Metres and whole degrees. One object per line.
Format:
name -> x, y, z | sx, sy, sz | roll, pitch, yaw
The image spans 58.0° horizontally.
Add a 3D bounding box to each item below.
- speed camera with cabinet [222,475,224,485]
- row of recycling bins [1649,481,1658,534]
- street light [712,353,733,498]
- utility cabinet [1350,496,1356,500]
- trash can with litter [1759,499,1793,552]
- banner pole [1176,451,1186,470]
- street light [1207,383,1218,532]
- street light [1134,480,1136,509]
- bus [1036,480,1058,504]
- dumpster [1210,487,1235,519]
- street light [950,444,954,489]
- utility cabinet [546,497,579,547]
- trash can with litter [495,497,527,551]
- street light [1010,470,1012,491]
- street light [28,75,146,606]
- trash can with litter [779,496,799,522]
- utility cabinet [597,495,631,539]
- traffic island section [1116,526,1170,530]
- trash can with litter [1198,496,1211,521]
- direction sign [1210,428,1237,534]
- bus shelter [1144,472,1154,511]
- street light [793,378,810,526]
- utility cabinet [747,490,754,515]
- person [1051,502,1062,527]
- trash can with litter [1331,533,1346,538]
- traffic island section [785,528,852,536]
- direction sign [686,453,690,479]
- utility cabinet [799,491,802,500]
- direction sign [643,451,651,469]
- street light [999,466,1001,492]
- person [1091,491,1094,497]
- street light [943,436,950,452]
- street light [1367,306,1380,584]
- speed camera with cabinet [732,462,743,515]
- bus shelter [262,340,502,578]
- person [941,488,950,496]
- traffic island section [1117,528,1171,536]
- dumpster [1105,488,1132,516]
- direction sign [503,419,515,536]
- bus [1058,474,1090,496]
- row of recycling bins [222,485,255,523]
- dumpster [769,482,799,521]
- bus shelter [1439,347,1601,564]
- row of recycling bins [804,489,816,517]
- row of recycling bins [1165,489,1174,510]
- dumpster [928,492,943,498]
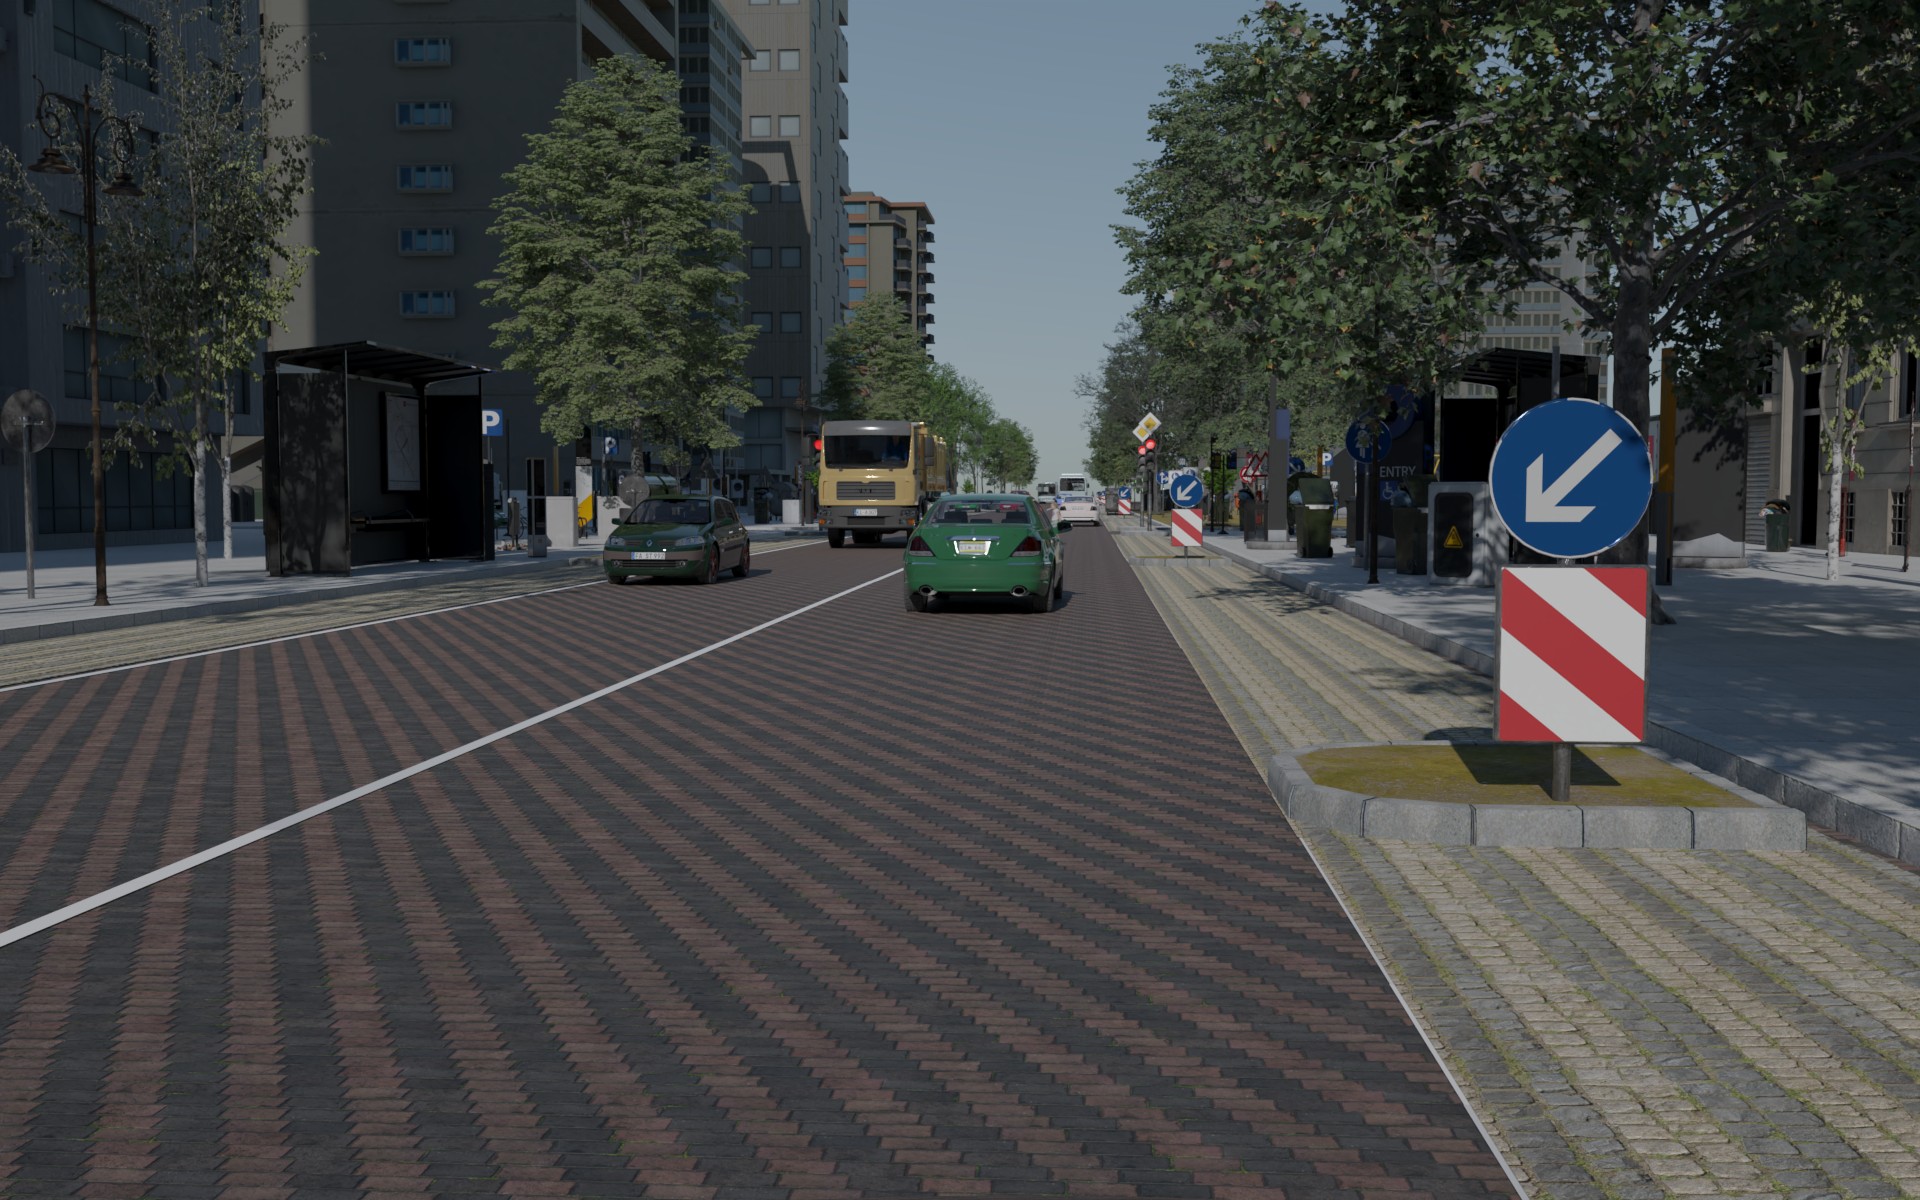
speed camera with cabinet -> -35.902, -5.466, 83.705 | 0.660, 3.252, 2.038 | -1, 4, -21
row of recycling bins -> 21.252, -3.000, 56.166 | 3.534, 1.692, 1.069 | 1, 4, 22
street light -> -7.345, -4.958, 53.846 | 0.468, 5.910, 1.993 | 0, 4, 4
utility cabinet -> 31.619, -7.869, 139.822 | 1.020, 1.237, 0.306 | 2, 4, 35
trash can with litter -> 18.157, -1.659, 38.513 | 0.624, 1.170, 1.055 | 2, 4, 31
banner pole -> 12.878, -6.811, 101.379 | 0.863, 3.779, 0.401 | -2, 4, -27
street light -> 8.534, -5.238, 58.436 | 0.468, 5.910, 1.993 | 0, 4, 4
street light -> 15.184, -10.862, 150.388 | 0.468, 5.910, 1.993 | 0, 4, 4
bus -> 13.018, -15.867, 254.281 | 2.948, 3.499, 13.247 | 0, 4, 6
dumpster -> 13.348, -5.055, 88.410 | 1.264, 1.857, 1.865 | 0, 4, 4
street light -> -0.684, -10.547, 145.224 | 0.468, 5.910, 1.993 | 0, 4, 4
utility cabinet -> -9.836, -1.901, 42.246 | 1.020, 1.237, 0.306 | 1, 4, 13
trash can with litter -> -10.456, -1.769, 39.986 | 1.678, 1.210, 2.233 | 0, 4, -5
street light -> 7.798, -17.746, 262.926 | 0.468, 5.910, 1.993 | 0, 4, 4
street light -> -9.847, -2.869, 19.698 | 0.468, 5.910, 1.993 | 0, 4, 4
trash can with litter -> -7.874, -4.180, 79.733 | 1.055, 1.170, 0.624 | 2, 4, 32
utility cabinet -> -9.758, -2.325, 49.182 | 1.020, 1.237, 0.306 | 1, 4, 12
traffic island section -> 7.117, -2.767, 67.529 | 2.009, 0.180, 2.903 | 0, 4, 4
trash can with litter -> 12.954, -5.062, 93.819 | 1.678, 1.210, 2.233 | -1, 4, -20
direction sign -> 8.376, -3.857, 55.053 | 0.876, 3.537, 0.379 | -1, 4, -11
bus shelter -> 14.752, -8.833, 135.709 | 1.731, 3.624, 6.357 | 0, 4, 4
street light -> -6.282, -5.889, 69.072 | 0.468, 5.910, 1.993 | 0, 4, 4
utility cabinet -> -11.979, -5.741, 102.549 | 1.173, 1.500, 0.318 | 0, 4, 6
person -> 2.723, -2.135, 48.423 | 0.382, 1.210, 0.505 | -2, 4, -26
trash can with litter -> 11.371, -2.409, 50.447 | 2.233, 1.210, 1.678 | -1, 4, -23
traffic island section -> -4.872, -2.331, 60.396 | 2.009, 0.180, 2.903 | 0, 4, 4
direction sign -> -15.180, -6.403, 96.679 | 0.379, 3.537, 0.876 | -2, 4, -24
utility cabinet -> -11.623, -7.250, 127.213 | 0.318, 1.500, 1.173 | 0, 4, -4
direction sign -> -16.655, -6.120, 92.054 | 0.379, 3.537, 0.876 | -3, 5, -39
street light -> 5.314, -15.621, 228.198 | 0.468, 5.910, 1.993 | 0, 4, 4
person -> 19.237, -14.856, 251.384 | 0.705, 1.826, 1.348 | -1, 4, -20
street light -> -1.308, -10.096, 137.853 | 0.468, 5.910, 1.993 | 0, 4, 4
street light -> 5.917, -3.169, 24.609 | 0.468, 5.910, 1.993 | 0, 4, 4
speed camera with cabinet -> -14.499, -6.914, 107.387 | 2.038, 3.252, 0.660 | -1, 4, -18
bus shelter -> -9.694, -2.347, 29.659 | 1.731, 3.624, 6.357 | 0, 4, 4
person -> -0.797, -5.606, 100.175 | 0.660, 1.820, 0.620 | 0, 4, 5
traffic island section -> 6.539, -2.280, 59.565 | 2.009, 0.180, 2.903 | 0, 4, 4
dumpster -> 10.485, -6.516, 114.760 | 1.865, 1.857, 1.264 | 0, 4, 5
direction sign -> -13.723, -3.708, 52.616 | 0.379, 3.537, 0.876 | -1, 4, -18
bus -> 10.752, -10.354, 164.152 | 2.948, 3.499, 13.247 | 0, 4, 5
row of recycling bins -> -33.244, -4.383, 78.768 | 1.069, 1.692, 3.534 | 1, 4, 10
dumpster -> -8.494, -4.725, 83.007 | 1.264, 1.857, 1.865 | 0, 4, 4
bus shelter -> 9.620, -2.412, 30.719 | 1.731, 3.624, 6.357 | 0, 4, 4
row of recycling bins -> -7.189, -5.557, 97.975 | 3.534, 1.692, 1.069 | 1, 4, 11
row of recycling bins -> 16.618, -8.005, 138.002 | 1.069, 1.692, 3.534 | 1, 4, 9
dumpster -> -1.784, -7.866, 134.362 | 1.264, 1.857, 1.865 | 0, 4, 4
